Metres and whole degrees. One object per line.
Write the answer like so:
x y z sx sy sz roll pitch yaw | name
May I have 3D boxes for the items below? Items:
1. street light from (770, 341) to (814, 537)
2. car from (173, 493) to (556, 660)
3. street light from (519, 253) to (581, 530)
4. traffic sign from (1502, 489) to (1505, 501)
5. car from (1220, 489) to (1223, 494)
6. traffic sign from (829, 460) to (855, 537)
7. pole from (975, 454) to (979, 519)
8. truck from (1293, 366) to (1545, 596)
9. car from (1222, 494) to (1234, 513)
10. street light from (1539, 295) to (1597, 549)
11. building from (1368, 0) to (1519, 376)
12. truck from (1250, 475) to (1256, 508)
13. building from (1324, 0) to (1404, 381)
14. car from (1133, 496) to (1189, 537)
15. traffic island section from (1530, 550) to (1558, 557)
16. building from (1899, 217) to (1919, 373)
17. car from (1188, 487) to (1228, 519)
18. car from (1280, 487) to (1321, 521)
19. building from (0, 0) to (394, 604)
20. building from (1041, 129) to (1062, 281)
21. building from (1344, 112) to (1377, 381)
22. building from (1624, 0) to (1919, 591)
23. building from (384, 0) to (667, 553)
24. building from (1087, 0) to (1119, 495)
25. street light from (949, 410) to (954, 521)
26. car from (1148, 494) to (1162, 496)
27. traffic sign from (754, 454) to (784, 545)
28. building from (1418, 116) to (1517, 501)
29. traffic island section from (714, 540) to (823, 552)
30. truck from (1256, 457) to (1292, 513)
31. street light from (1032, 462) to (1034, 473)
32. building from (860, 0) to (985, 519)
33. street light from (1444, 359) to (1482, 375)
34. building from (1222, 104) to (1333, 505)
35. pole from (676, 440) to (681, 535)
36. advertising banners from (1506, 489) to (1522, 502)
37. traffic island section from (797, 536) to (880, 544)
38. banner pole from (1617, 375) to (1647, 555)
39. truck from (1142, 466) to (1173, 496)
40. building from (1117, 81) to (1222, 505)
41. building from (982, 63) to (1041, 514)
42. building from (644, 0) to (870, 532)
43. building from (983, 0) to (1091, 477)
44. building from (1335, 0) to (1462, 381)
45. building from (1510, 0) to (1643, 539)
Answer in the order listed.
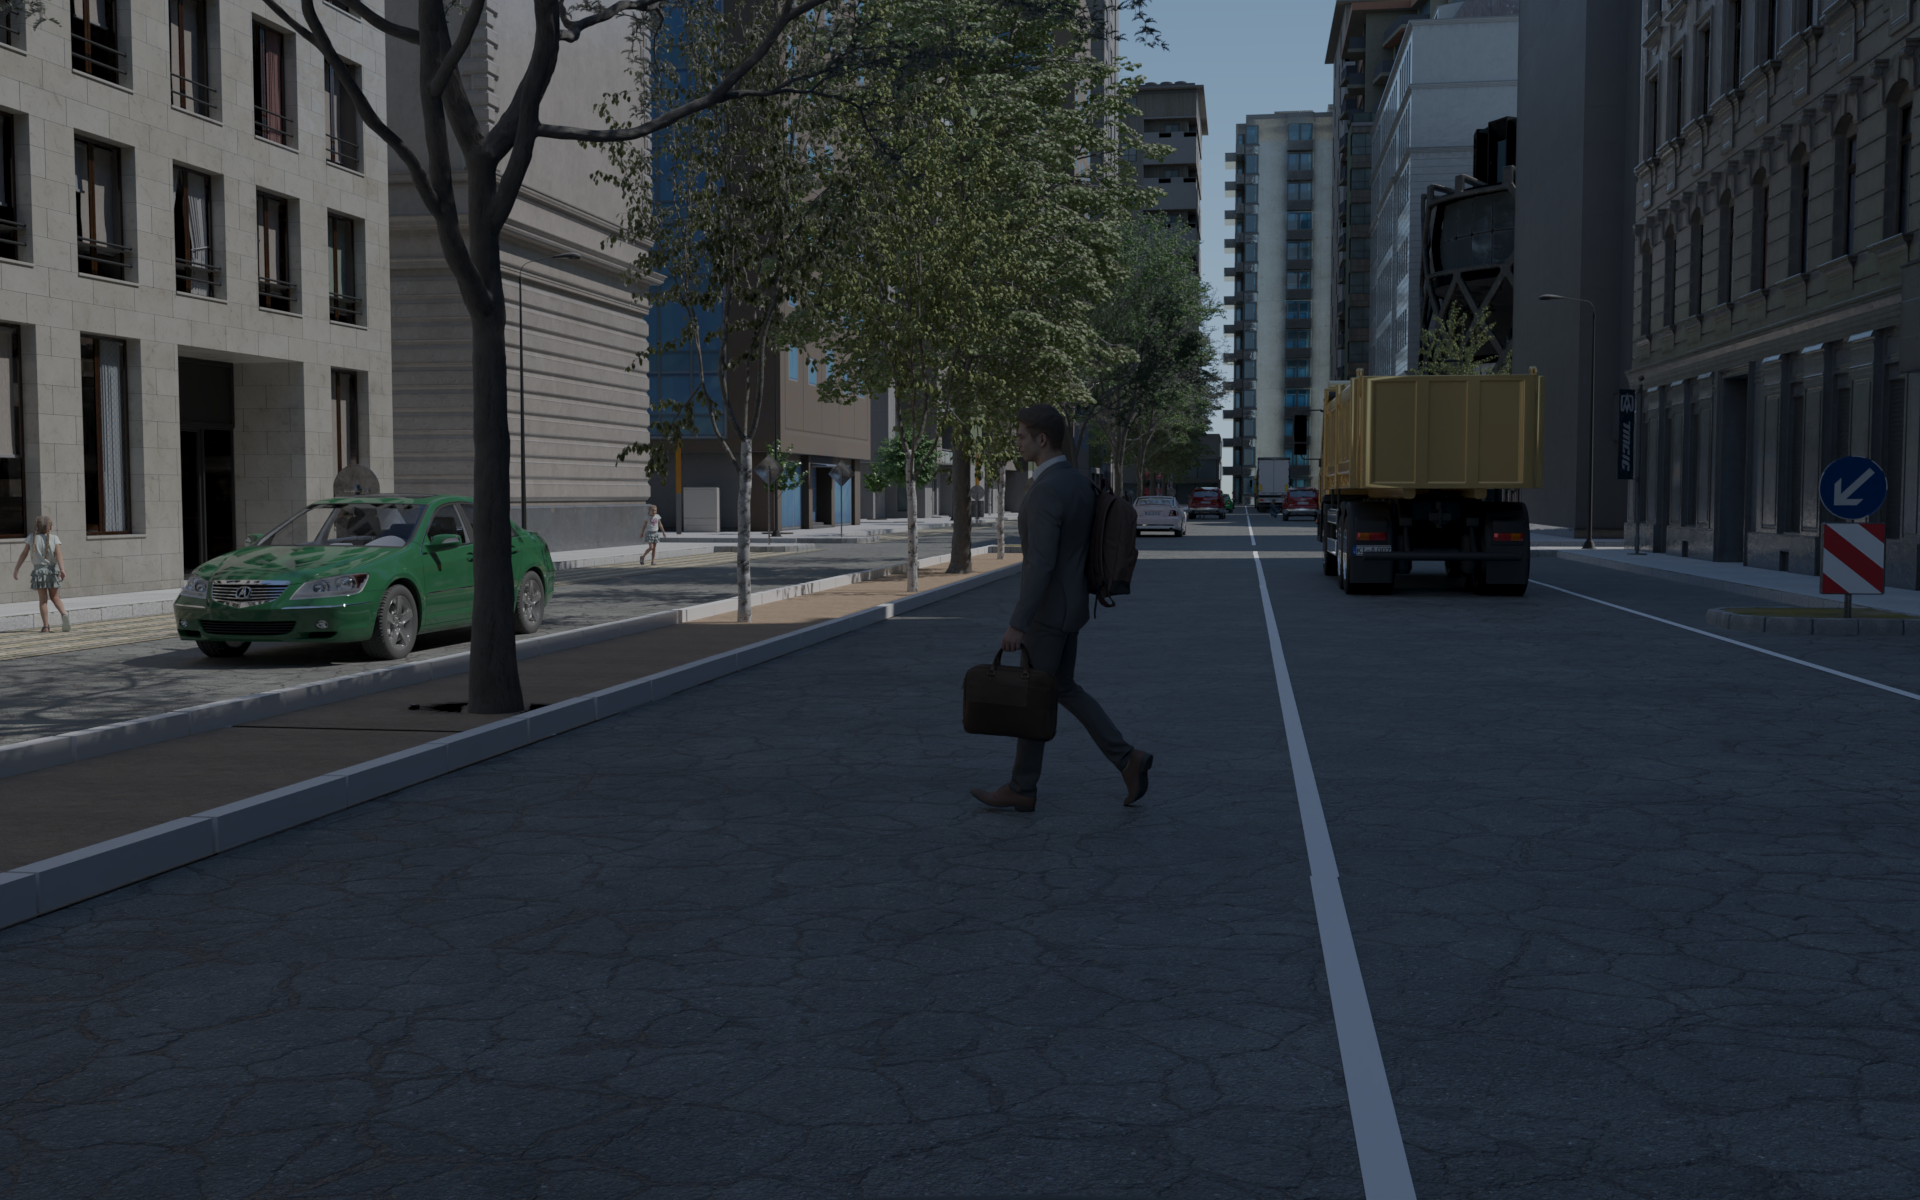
-4.971 -4.837 51.619 1.470 5.913 1.316 1 4 9 | street light
-5.496 -0.292 16.577 2.131 1.459 4.920 1 4 10 | car
-7.977 -3.732 33.567 1.470 5.913 1.316 1 4 9 | street light
12.792 -2.273 40.800 0.795 2.450 0.064 1 4 9 | traffic sign
20.267 -7.954 138.721 2.281 1.827 5.304 1 4 8 | car
-3.529 -2.931 51.567 0.795 2.450 0.064 1 4 9 | traffic sign
0.875 -5.722 87.401 0.158 3.312 0.155 0 3 0 | pole
7.299 -1.971 28.156 3.469 3.379 9.791 1 4 9 | truck
19.906 -7.546 132.181 1.959 1.807 4.718 1 4 11 | car
14.181 -4.153 40.435 1.470 5.913 1.316 1 4 9 | street light
31.796 -20.130 106.618 11.434 29.767 29.804 1 4 9 | building
31.134 -10.985 175.530 3.469 3.379 9.791 1 4 9 | truck
53.048 -36.184 180.844 28.713 52.752 27.495 1 4 9 | building
6.727 -2.858 59.093 2.083 1.381 4.827 1 4 10 | car
12.816 -1.137 40.873 2.009 0.180 2.903 1 4 9 | traffic island section
16.497 -11.442 6.150 14.314 24.678 30.058 1 4 9 | building
14.248 -5.573 99.793 2.281 1.827 5.304 1 4 10 | car
18.410 -5.173 93.257 2.281 1.827 5.304 1 4 10 | car
-16.117 -10.201 21.541 10.420 20.320 16.860 1 4 9 | building
0.130 -22.165 134.091 14.160 30.474 14.107 1 4 9 | building
36.717 -22.117 133.315 14.160 30.474 14.107 1 4 9 | building
18.716 -11.082 30.337 9.793 20.994 18.267 1 4 9 | building
-17.785 -12.950 40.605 19.941 23.489 11.050 1 4 9 | building
6.499 -46.025 190.757 20.611 71.187 20.563 1 4 9 | building
0.207 -6.762 83.100 1.470 5.913 1.316 1 4 9 | street light
17.566 -8.933 155.837 2.009 1.686 4.222 1 4 8 | car
-4.816 -2.449 43.686 0.795 2.450 0.064 1 4 9 | traffic sign
30.735 -13.217 83.555 16.820 18.784 16.811 1 4 9 | building
-4.841 -1.313 43.752 2.009 0.180 2.903 1 4 9 | traffic island section
24.803 -9.049 136.863 2.839 4.237 11.283 1 4 10 | truck
5.386 -8.708 114.909 1.470 5.913 1.316 1 4 9 | street light
-6.614 -25.100 93.976 14.154 41.232 14.086 1 4 9 | building
17.323 -5.325 59.609 1.470 5.913 1.316 1 4 9 | street light
48.184 -36.421 215.086 30.456 49.044 23.786 1 4 9 | building
-8.924 -3.733 54.881 0.158 3.312 0.155 0 3 0 | pole
15.515 -3.185 48.269 0.090 3.025 2.074 0 4 4 | advertising banners
-3.553 -1.795 51.633 2.009 0.180 2.903 1 4 9 | traffic island section
14.123 -2.839 36.441 0.863 3.779 0.401 -2 4 -27 | banner pole
20.077 -11.413 175.516 2.839 4.237 11.283 1 4 9 | truck
19.864 -38.774 223.199 27.495 52.752 28.713 1 4 9 | building
-2.619 -21.058 116.001 14.160 30.474 14.107 1 4 9 | building
-11.677 -25.372 64.943 14.600 45.320 14.200 1 4 9 | building
3.595 -30.477 148.410 14.600 45.320 14.200 1 4 9 | building
44.997 -30.503 153.347 22.147 44.769 28.867 1 4 9 | building
30.197 -15.821 52.177 24.014 27.812 14.314 1 4 9 | building
